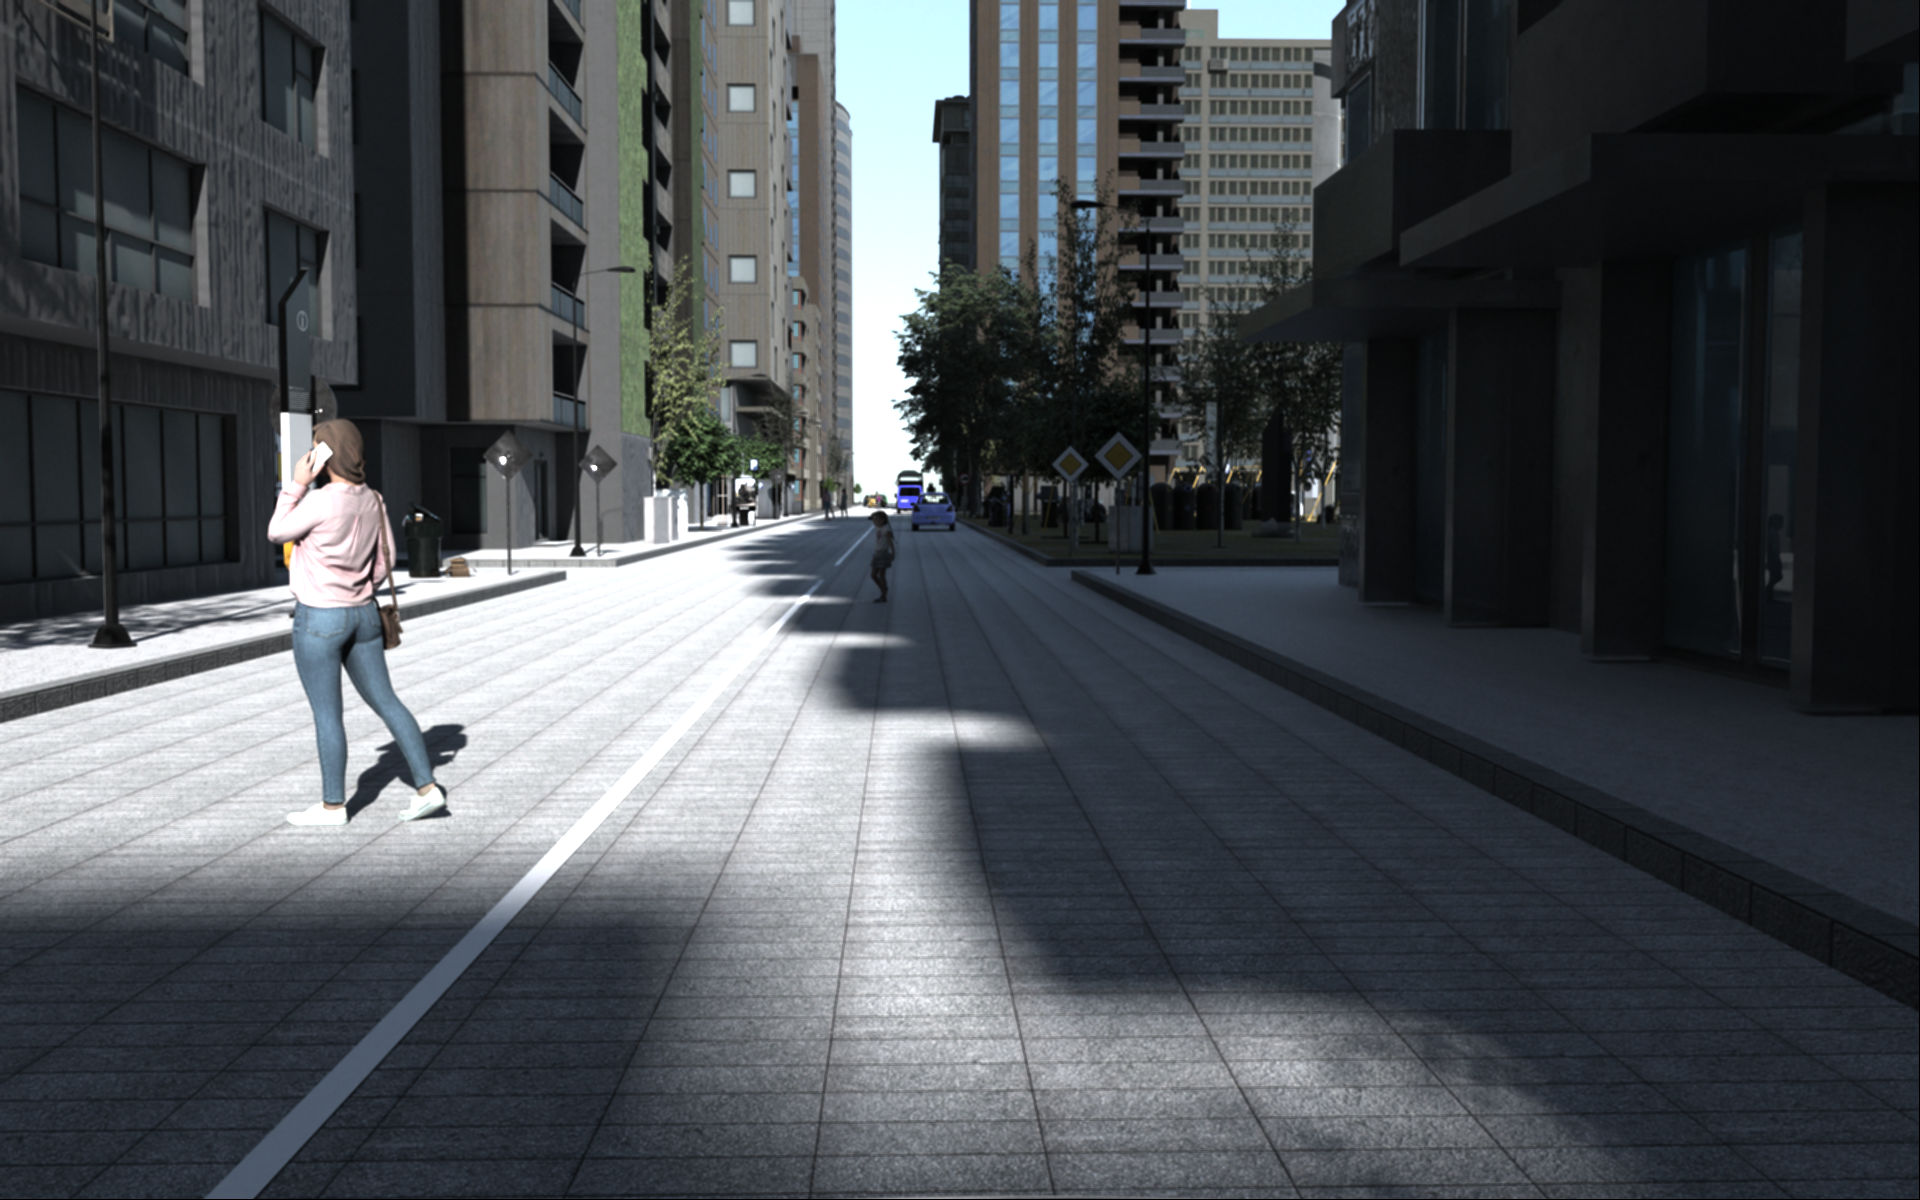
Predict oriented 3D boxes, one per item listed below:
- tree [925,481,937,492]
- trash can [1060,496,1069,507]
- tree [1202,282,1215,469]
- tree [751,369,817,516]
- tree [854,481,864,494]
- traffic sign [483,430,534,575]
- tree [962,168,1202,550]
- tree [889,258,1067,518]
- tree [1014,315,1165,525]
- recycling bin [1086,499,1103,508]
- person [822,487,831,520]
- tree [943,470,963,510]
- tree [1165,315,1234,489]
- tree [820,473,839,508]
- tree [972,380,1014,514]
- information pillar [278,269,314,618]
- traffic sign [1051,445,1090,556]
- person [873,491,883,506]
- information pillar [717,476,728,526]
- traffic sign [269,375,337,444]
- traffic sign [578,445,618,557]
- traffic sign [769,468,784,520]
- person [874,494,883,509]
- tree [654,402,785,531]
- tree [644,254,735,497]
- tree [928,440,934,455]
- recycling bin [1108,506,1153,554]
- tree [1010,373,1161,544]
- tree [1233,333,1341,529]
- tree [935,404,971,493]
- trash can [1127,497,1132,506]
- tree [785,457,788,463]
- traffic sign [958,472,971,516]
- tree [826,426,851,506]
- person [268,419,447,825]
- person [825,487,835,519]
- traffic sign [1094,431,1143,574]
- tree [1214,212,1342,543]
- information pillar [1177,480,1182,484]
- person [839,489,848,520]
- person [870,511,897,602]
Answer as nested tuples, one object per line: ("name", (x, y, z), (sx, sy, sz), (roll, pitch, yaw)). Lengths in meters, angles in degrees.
("tree", (-4.569, -16.440, 263.397), (1.663, 3.219, 1.824), (0, 3, 0))
("trash can", (6.521, -5.921, 108.457), (0.748, 1.137, 0.748), (0, 3, 0))
("tree", (8.747, -6.595, 58.189), (4.360, 8.622, 3.978), (0, 3, 0))
("tree", (-10.419, -9.250, 101.593), (4.360, 8.622, 3.978), (0, 3, 0))
("tree", (-14.579, -15.506, 248.130), (1.663, 3.219, 1.824), (0, 3, 0))
("traffic sign", (-7.121, -1.449, 27.335), (0.795, 2.450, 0.064), (0, 4, -2))
("tree", (2.475, -5.445, 39.388), (4.360, 8.622, 3.978), (0, 3, 0))
("tree", (0.938, -11.476, 94.282), (9.857, 13.997, 8.962), (0, 3, 0))
("tree", (5.206, -7.354, 70.607), (4.737, 8.622, 4.395), (0, 3, 0))
("recycling bin", (7.479, -5.116, 96.198), (0.722, 1.027, 0.722), (2, 4, 27))
("person", (-7.266, -5.245, 94.261), (0.555, 1.821, 0.388), (-3, 4, -37))
("tree", (-0.593, -8.914, 140.342), (1.663, 3.219, 1.824), (0, 3, 0))
("tree", (11.093, -7.469, 72.478), (4.737, 8.622, 4.395), (0, 3, 0))
("tree", (-11.960, -10.102, 159.772), (1.663, 3.219, 1.824), (0, 3, 0))
("tree", (3.800, -9.427, 104.495), (4.737, 8.622, 4.395), (0, 3, 0))
("information pillar", (-6.833, -1.622, 17.872), (0.183, 3.616, 0.504), (1, 4, 8))
("traffic sign", (2.264, -1.955, 35.603), (0.795, 2.450, 0.064), (0, 4, -2))
("person", (-8.192, -9.971, 172.312), (1.217, 1.735, 0.721), (2, 4, 34))
("information pillar", (-9.540, -3.980, 69.566), (0.304, 2.012, 0.304), (2, 4, 30))
("traffic sign", (-6.945, -1.113, 18.303), (0.768, 2.556, 0.104), (0, 4, 8))
("traffic sign", (-7.376, -1.937, 35.316), (0.795, 2.450, 0.064), (0, 4, -2))
("traffic sign", (-9.092, -5.247, 85.888), (0.768, 2.556, 0.104), (0, 4, 4))
("person", (-7.519, -9.123, 160.891), (0.991, 1.433, 0.599), (-1, 4, -18))
("tree", (-9.096, -4.687, 60.339), (4.285, 4.588, 4.351), (0, 3, 0))
("tree", (-9.063, -6.238, 52.354), (4.737, 8.622, 4.395), (0, 3, 0))
("tree", (-1.704, -15.004, 195.672), (4.737, 8.622, 4.395), (0, 3, 0))
("recycling bin", (3.715, -1.536, 37.675), (0.722, 1.027, 0.722), (-2, 4, -33))
("tree", (3.150, -4.073, 50.301), (4.285, 4.588, 4.351), (0, 3, 0))
("tree", (13.298, -6.973, 64.371), (4.737, 8.622, 4.395), (0, 3, 0))
("tree", (1.610, -9.842, 111.273), (4.737, 8.622, 4.395), (0, 3, 0))
("trash can", (8.839, -4.875, 91.355), (0.748, 1.137, 0.748), (0, 3, 0))
("tree", (-10.677, -6.575, 91.208), (4.285, 4.588, 4.351), (0, 3, 0))
("traffic sign", (0.271, -6.177, 101.100), (0.768, 2.556, 0.104), (0, 4, -1))
("tree", (-13.497, -14.447, 186.572), (4.360, 8.622, 3.978), (0, 3, 0))
("person", (-2.590, 0.098, 7.491), (0.643, 1.750, 0.593), (1, 4, 21))
("person", (-7.702, -5.691, 101.403), (0.748, 1.841, 0.638), (3, 5, 43))
("traffic sign", (2.519, -1.467, 27.622), (0.795, 2.450, 0.064), (0, 4, -2))
("tree", (8.883, -5.796, 45.128), (4.360, 8.622, 3.978), (0, 3, 0))
("information pillar", (11.687, -5.345, 91.877), (0.304, 2.012, 0.304), (0, 4, 5))
("person", (-6.507, -5.374, 97.119), (0.466, 1.731, 0.760), (1, 4, 12))
("person", (-0.969, -0.576, 22.938), (0.382, 1.210, 0.505), (-2, 4, -35))
